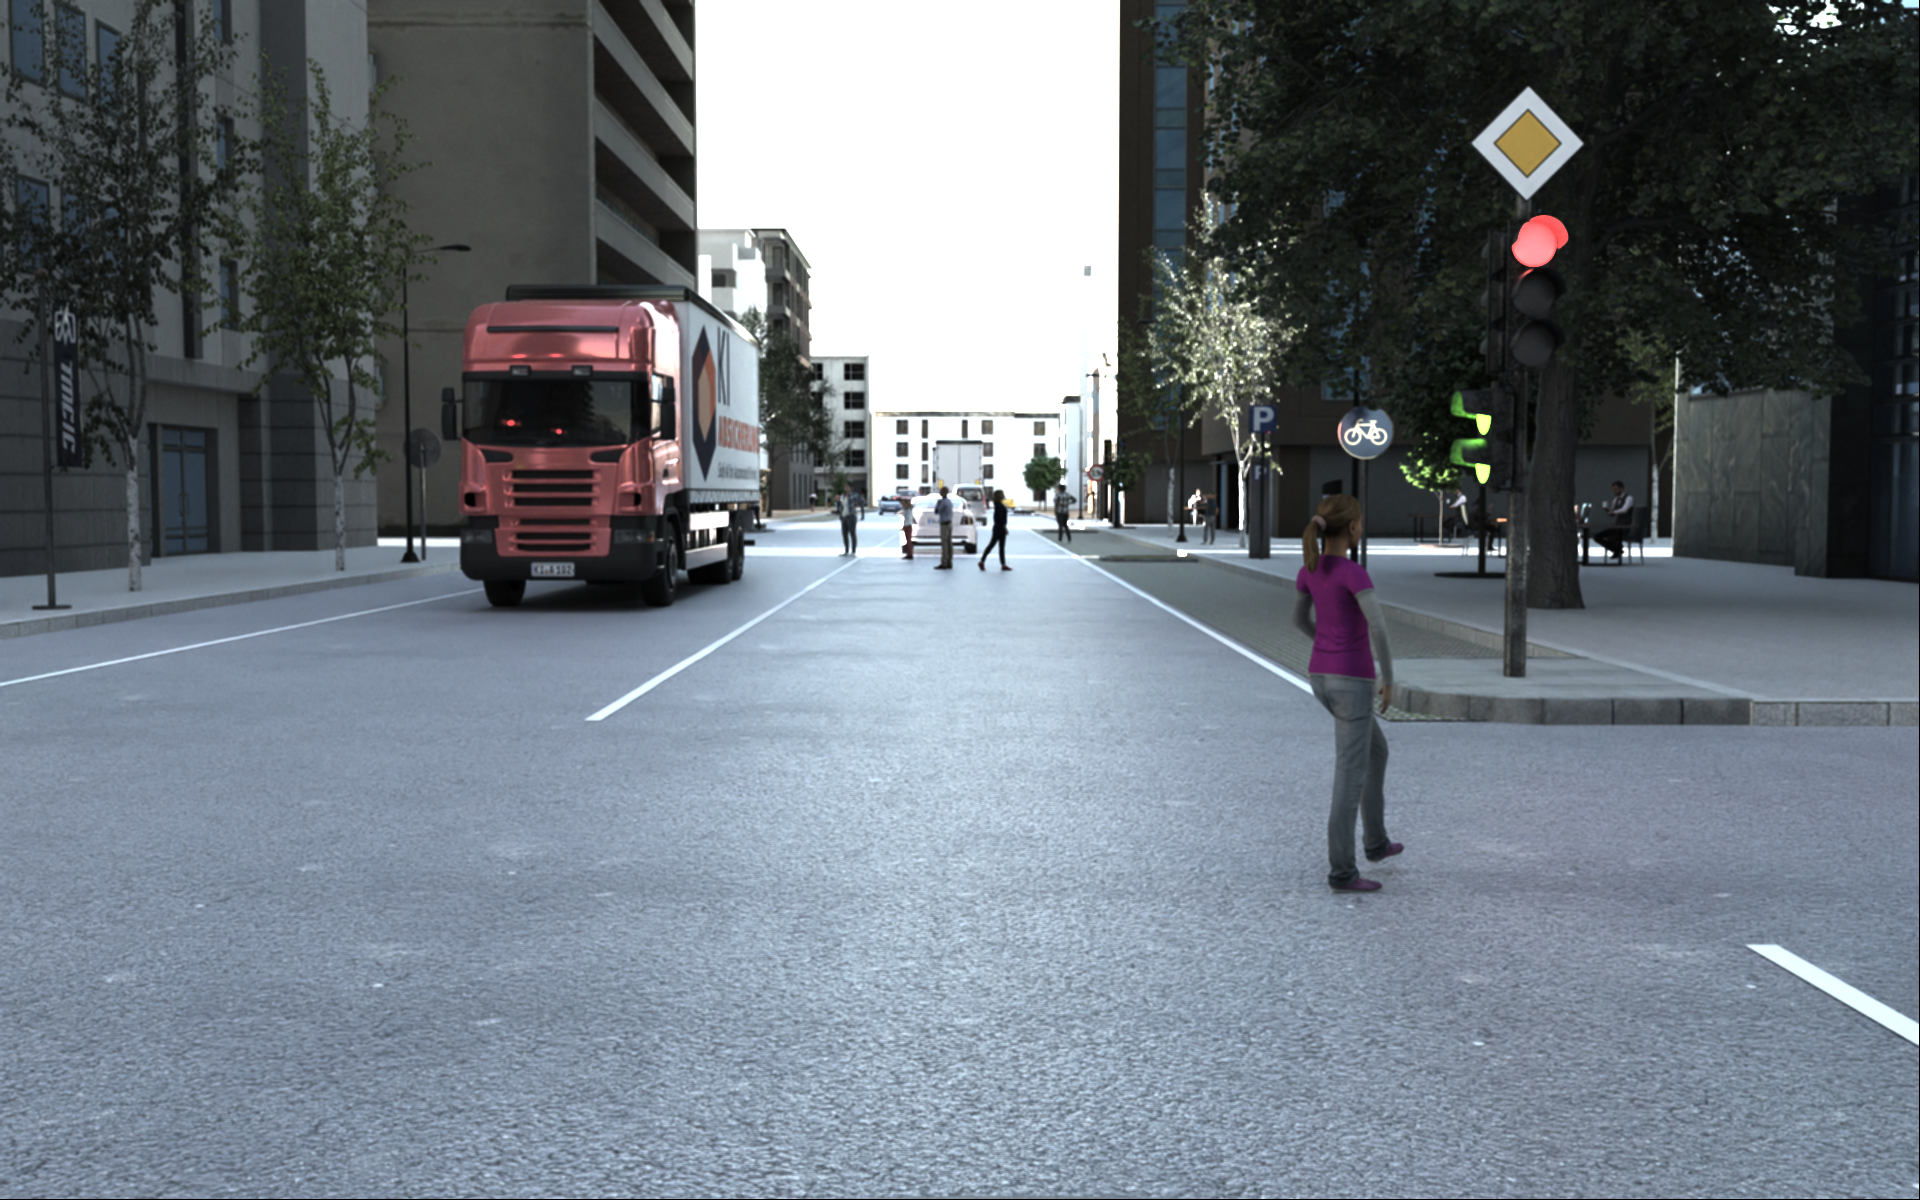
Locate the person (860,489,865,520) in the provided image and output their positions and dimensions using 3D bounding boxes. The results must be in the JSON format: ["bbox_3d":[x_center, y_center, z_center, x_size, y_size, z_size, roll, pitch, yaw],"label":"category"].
[{"bbox_3d":[-5.416,-5.227,94.686,0.721,1.735,1.217,0,4,-3],"label":"person"}]

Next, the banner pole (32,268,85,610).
[{"bbox_3d":[-10.138,-1.804,19.512,0.401,3.779,0.863,0,4,7],"label":"banner pole"}]

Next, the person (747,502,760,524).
[{"bbox_3d":[-8.146,-3.504,68.011,0.590,1.554,0.614,2,4,29],"label":"person"}]

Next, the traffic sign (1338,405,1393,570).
[{"bbox_3d":[5.810,-1.514,24.868,0.768,2.556,0.104,0,4,8],"label":"traffic sign"}]

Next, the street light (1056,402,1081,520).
[{"bbox_3d":[5.551,-7.014,87.221,1.470,5.913,1.316,0,4,0],"label":"street light"}]

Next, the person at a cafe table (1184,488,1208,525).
[{"bbox_3d":[10.025,-3.867,71.741,1.698,1.524,1.622,-1,4,-18],"label":"person at a cafe table"}]

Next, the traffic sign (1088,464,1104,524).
[{"bbox_3d":[5.783,-4.484,73.417,0.768,2.556,0.104,0,4,2],"label":"traffic sign"}]

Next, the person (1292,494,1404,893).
[{"bbox_3d":[1.520,0.326,6.400,0.776,1.435,0.726,-2,4,-29],"label":"person"}]

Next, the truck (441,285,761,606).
[{"bbox_3d":[-4.833,-2.239,25.529,2.839,4.237,11.283,0,4,0],"label":"truck"}]

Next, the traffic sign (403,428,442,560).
[{"bbox_3d":[-10.442,-2.051,33.645,0.768,2.556,0.104,0,4,5],"label":"traffic sign"}]

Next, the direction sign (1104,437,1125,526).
[{"bbox_3d":[6.416,-4.892,71.983,0.876,3.537,0.379,0,4,6],"label":"direction sign"}]

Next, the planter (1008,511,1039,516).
[{"bbox_3d":[4.192,-5.690,114.178,1.991,0.319,1.994,0,4,0],"label":"planter"}]

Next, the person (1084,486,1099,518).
[{"bbox_3d":[7.211,-5.212,92.080,1.217,1.723,0.721,0,4,6],"label":"person"}]

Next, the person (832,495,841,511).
[{"bbox_3d":[-8.445,-6.697,118.707,0.721,1.736,1.217,1,4,22],"label":"person"}]

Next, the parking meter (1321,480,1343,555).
[{"bbox_3d":[6.591,-1.362,30.676,0.372,1.533,0.369,0,3,0],"label":"parking meter"}]

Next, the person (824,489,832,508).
[{"bbox_3d":[-12.333,-9.512,162.358,0.721,1.735,1.217,2,4,30],"label":"person"}]

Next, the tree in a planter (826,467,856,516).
[{"bbox_3d":[-7.850,-7.209,115.091,1.991,3.239,1.994,0,4,0],"label":"tree in a planter"}]

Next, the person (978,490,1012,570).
[{"bbox_3d":[0.663,-1.315,32.549,0.613,1.512,0.480,-1,4,-10],"label":"person"}]

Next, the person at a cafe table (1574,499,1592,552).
[{"bbox_3d":[12.984,-1.668,38.136,1.726,1.238,1.698,0,4,-3],"label":"person at a cafe table"}]

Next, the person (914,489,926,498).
[{"bbox_3d":[-2.085,-5.010,91.349,0.756,1.711,0.436,0,4,-4],"label":"person"}]

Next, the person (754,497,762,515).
[{"bbox_3d":[-12.555,-6.080,105.414,1.348,1.831,0.705,3,5,42],"label":"person"}]

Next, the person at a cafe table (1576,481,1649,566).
[{"bbox_3d":[11.668,-1.405,31.489,1.622,1.524,1.698,-1,4,-13],"label":"person at a cafe table"}]

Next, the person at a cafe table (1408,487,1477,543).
[{"bbox_3d":[12.909,-2.302,46.147,1.622,1.524,1.698,0,4,5],"label":"person at a cafe table"}]

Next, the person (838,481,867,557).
[{"bbox_3d":[-2.533,-1.874,39.861,0.376,1.734,0.841,-3,5,-39],"label":"person"}]

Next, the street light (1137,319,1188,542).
[{"bbox_3d":[5.397,-4.504,46.189,1.470,5.913,1.316,0,4,0],"label":"street light"}]

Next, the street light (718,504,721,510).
[{"bbox_3d":[-9.784,-6.221,74.255,1.470,5.913,1.316,0,4,0],"label":"street light"}]

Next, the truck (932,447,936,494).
[{"bbox_3d":[-0.378,-7.306,108.364,2.839,4.237,11.283,0,4,1],"label":"truck"}]

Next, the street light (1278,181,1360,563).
[{"bbox_3d":[5.378,-3.261,25.854,1.470,5.913,1.316,0,4,0],"label":"street light"}]

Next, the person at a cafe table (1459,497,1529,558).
[{"bbox_3d":[11.122,-1.501,35.410,1.726,1.238,1.698,2,4,26],"label":"person at a cafe table"}]

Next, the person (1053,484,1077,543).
[{"bbox_3d":[2.985,-2.503,50.143,0.841,1.734,0.376,-2,4,-29],"label":"person"}]

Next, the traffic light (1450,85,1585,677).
[{"bbox_3d":[3.885,-1.416,12.078,0.839,4.253,0.868,0,4,0],"label":"traffic light"}]

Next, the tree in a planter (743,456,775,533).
[{"bbox_3d":[-7.991,-4.140,64.918,1.991,3.239,1.994,0,4,0],"label":"tree in a planter"}]

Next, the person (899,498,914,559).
[{"bbox_3d":[-1.158,-1.577,38.193,0.435,1.345,0.340,3,5,39],"label":"person"}]

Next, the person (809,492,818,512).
[{"bbox_3d":[-10.559,-7.080,124.987,0.628,1.438,0.799,0,4,-6],"label":"person"}]

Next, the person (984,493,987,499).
[{"bbox_3d":[1.050,-4.448,83.430,0.499,1.552,0.429,3,5,42],"label":"person"}]

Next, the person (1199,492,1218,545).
[{"bbox_3d":[6.296,-2.073,43.848,0.340,1.345,0.435,3,5,42],"label":"person"}]

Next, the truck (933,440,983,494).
[{"bbox_3d":[-0.097,-6.504,95.248,2.839,4.237,11.283,0,4,-1],"label":"truck"}]

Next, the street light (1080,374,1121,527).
[{"bbox_3d":[5.542,-5.770,66.885,1.470,5.913,1.316,0,4,0],"label":"street light"}]

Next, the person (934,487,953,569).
[{"bbox_3d":[-0.311,-1.383,33.180,0.319,1.574,0.516,2,4,27],"label":"person"}]
